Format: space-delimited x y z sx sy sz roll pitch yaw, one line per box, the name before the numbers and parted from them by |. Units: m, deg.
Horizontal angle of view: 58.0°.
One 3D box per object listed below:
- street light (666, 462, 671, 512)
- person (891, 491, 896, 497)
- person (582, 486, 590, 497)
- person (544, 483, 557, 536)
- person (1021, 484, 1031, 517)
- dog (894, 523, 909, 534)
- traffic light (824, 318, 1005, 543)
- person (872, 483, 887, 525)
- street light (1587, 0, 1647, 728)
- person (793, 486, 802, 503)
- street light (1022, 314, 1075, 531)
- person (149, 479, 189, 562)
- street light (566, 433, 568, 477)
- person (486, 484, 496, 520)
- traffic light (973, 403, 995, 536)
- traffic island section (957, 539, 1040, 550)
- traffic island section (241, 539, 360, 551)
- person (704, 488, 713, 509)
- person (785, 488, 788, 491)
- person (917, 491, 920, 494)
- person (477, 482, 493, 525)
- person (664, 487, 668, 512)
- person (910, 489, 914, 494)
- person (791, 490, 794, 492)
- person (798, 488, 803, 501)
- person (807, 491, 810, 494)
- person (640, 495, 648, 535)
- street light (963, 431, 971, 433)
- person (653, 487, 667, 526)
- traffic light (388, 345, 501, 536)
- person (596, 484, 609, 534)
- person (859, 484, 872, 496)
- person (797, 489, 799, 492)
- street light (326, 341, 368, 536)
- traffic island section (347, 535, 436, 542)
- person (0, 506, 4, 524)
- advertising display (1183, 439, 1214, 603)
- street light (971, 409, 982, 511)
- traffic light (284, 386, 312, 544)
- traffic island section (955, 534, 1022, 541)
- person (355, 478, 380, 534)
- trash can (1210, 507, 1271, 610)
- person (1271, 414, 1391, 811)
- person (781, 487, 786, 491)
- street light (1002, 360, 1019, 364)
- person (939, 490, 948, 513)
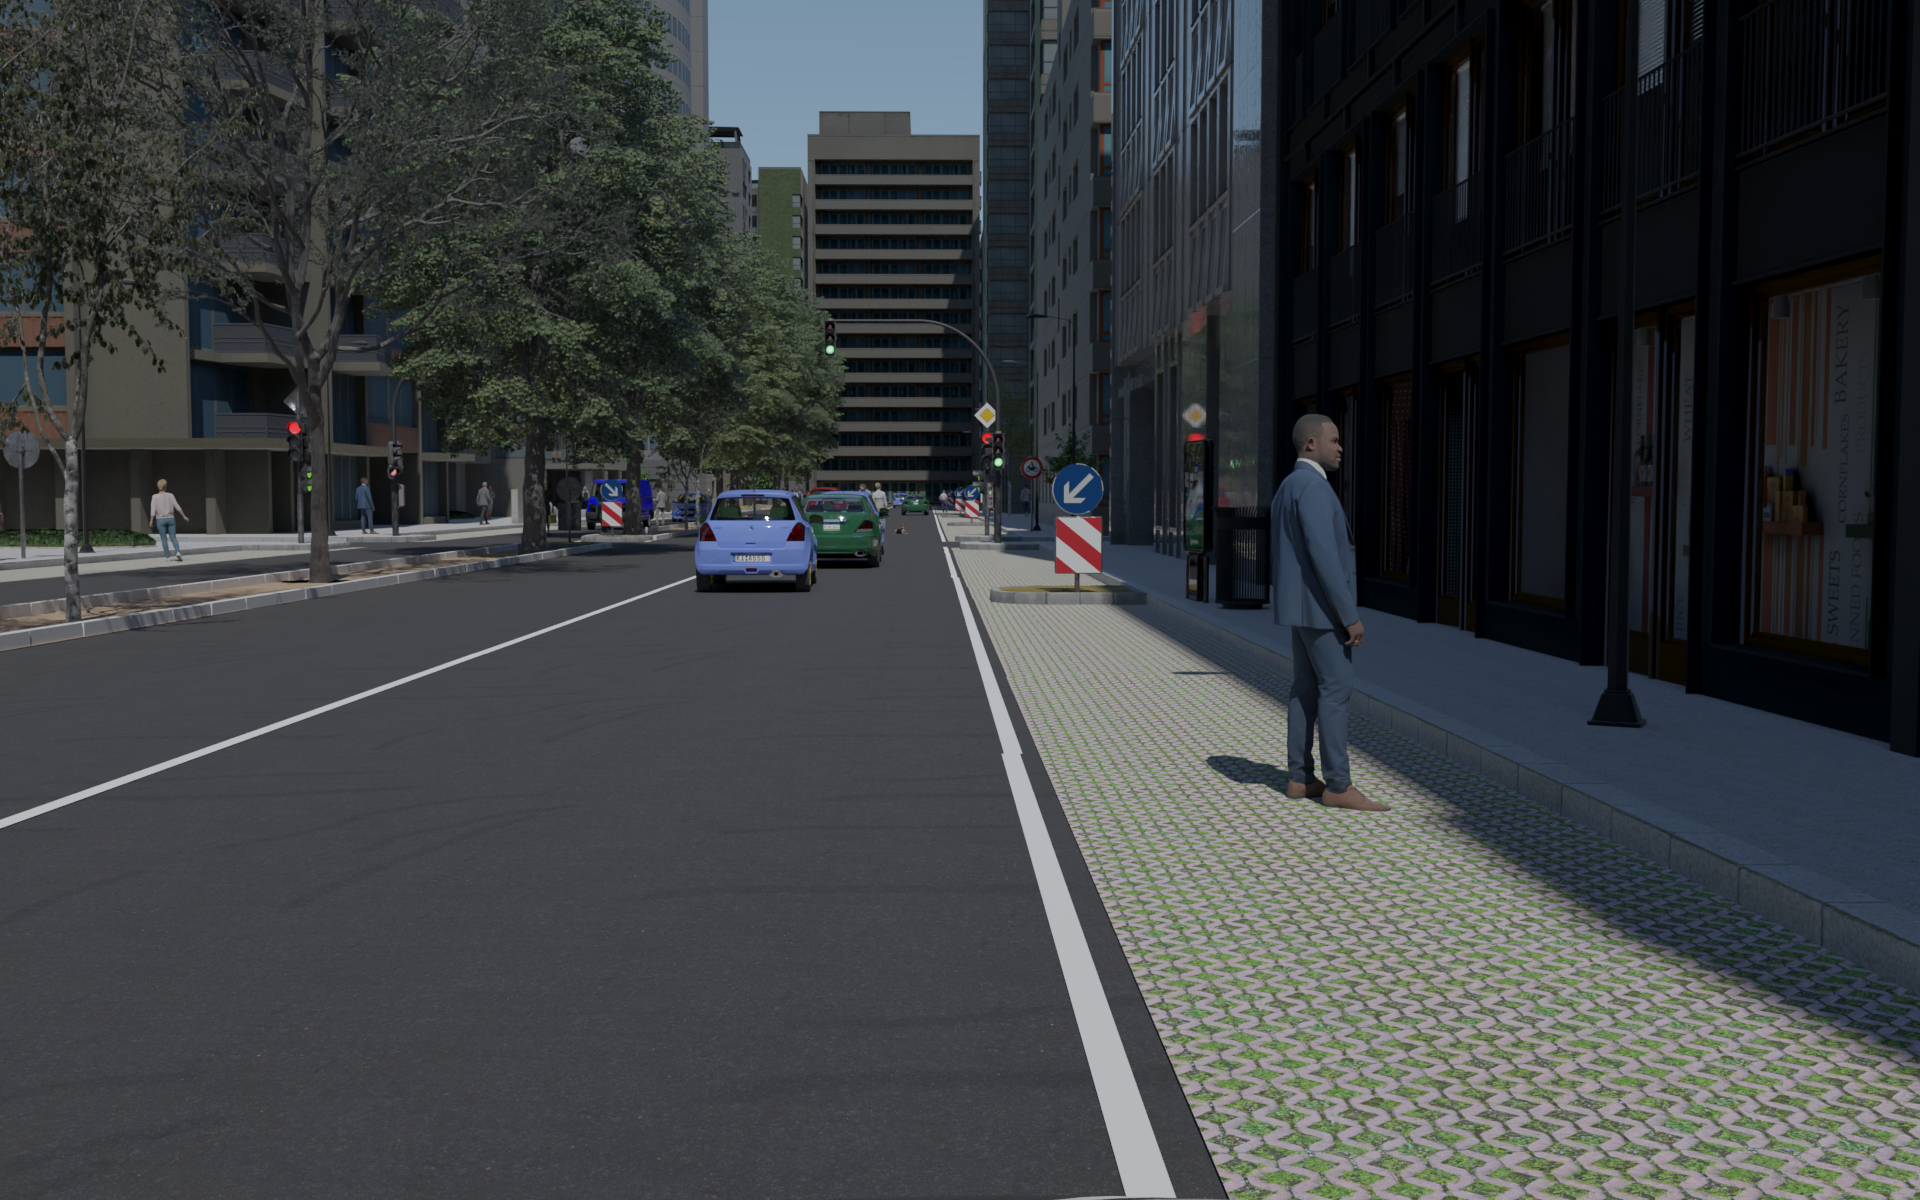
street light | -19.980 -9.126 121.748 1.470 5.913 1.316 0 4 -1
person | -7.636 -11.953 203.934 1.348 1.824 0.705 2 4 31
person | -24.867 -6.670 115.276 0.709 1.800 0.728 -1 4 -18
person | -14.568 -3.147 60.166 0.699 1.804 1.509 -3 4 -36
person | 3.763 -5.625 97.864 0.661 1.843 0.795 -1 4 -20
dog | -2.085 -2.562 62.073 0.550 0.427 0.748 0 4 1
traffic light | -1.130 -4.304 45.043 4.771 5.953 1.251 0 4 -1
person | -2.617 -2.872 55.691 0.478 1.798 0.641 1 4 14
street light | 3.126 -2.260 9.488 1.470 5.913 1.316 0 4 -1
person | -7.286 -4.145 76.446 0.721 1.800 0.419 -2 4 -32
street light | 2.400 -4.416 44.740 1.470 5.913 1.316 0 4 -1
person | -16.604 -1.671 36.491 0.598 1.740 0.731 3 4 38
street light | -19.361 -7.039 87.631 1.470 5.913 1.316 0 4 -1
person | -23.476 -4.882 86.223 0.716 1.782 0.532 -3 5 -41
traffic light | 0.814 -3.932 53.206 0.839 4.253 0.868 0 4 -1
traffic island section | 1.000 -1.410 45.337 2.009 0.180 2.903 0 4 -1
traffic island section | -17.139 -1.390 45.011 2.009 0.180 2.903 0 4 -1
person | -14.926 -5.723 102.499 0.576 1.772 0.534 -2 4 -33
person | -11.012 -6.178 109.765 0.529 1.795 0.600 -3 4 -37
person | -3.674 -8.569 149.424 1.217 1.723 0.721 -3 5 -42
person | -19.830 -4.033 72.376 0.661 1.777 0.834 1 4 22
person | -21.338 -7.281 125.356 0.573 1.790 0.520 -2 4 -35
person | -4.219 -8.732 150.903 1.348 1.869 0.705 -2 4 -26
person | -17.739 -10.744 183.798 0.705 1.869 1.348 1 4 9
person | -9.290 -5.602 100.365 0.793 1.790 0.793 -1 4 -13
person | -14.682 -9.645 166.986 0.721 1.735 1.217 -2 4 -25
person | -11.125 -3.084 59.682 0.760 1.731 0.466 0 4 -1
street light | 0.956 -9.531 128.367 1.470 5.913 1.316 0 4 -1
person | -13.329 -4.162 76.751 0.583 1.804 0.606 2 4 29
traffic light | -15.154 -4.787 52.934 4.771 5.953 1.251 0 4 -1
person | -12.633 -3.199 61.140 0.444 1.785 0.601 0 4 -3
person | -3.246 -3.145 60.179 0.793 1.790 0.793 1 4 10
person | -11.830 -7.208 126.535 0.466 1.800 0.511 2 4 25
street light | -18.670 -4.904 52.726 1.470 5.913 1.316 0 4 -1
traffic island section | -17.284 -1.879 52.995 2.009 0.180 2.903 0 4 -1
person | -18.696 -1.665 33.282 0.581 1.822 0.654 -3 4 -37
advertising display | 2.852 -0.951 20.770 0.123 1.923 0.974 0 4 -7
street light | 1.508 -7.437 94.130 1.470 5.913 1.316 0 4 -1
traffic light | -17.098 -3.422 44.877 0.839 4.253 0.868 0 4 -1
traffic island section | 0.854 -1.898 53.321 2.009 0.180 2.903 0 4 -1
person | -19.061 -3.018 55.573 0.721 1.800 0.419 1 4 21
trash can | 3.170 -0.474 19.398 0.748 1.137 0.748 0 3 0
person | 1.658 0.040 8.024 0.419 1.800 0.721 -1 4 -13
person | -8.801 -4.719 85.992 0.374 1.781 0.599 -1 4 -9
street light | 2.147 -5.367 60.290 1.470 5.913 1.316 0 4 -1
person | -1.219 -7.584 133.444 0.756 1.711 0.436 3 5 44
